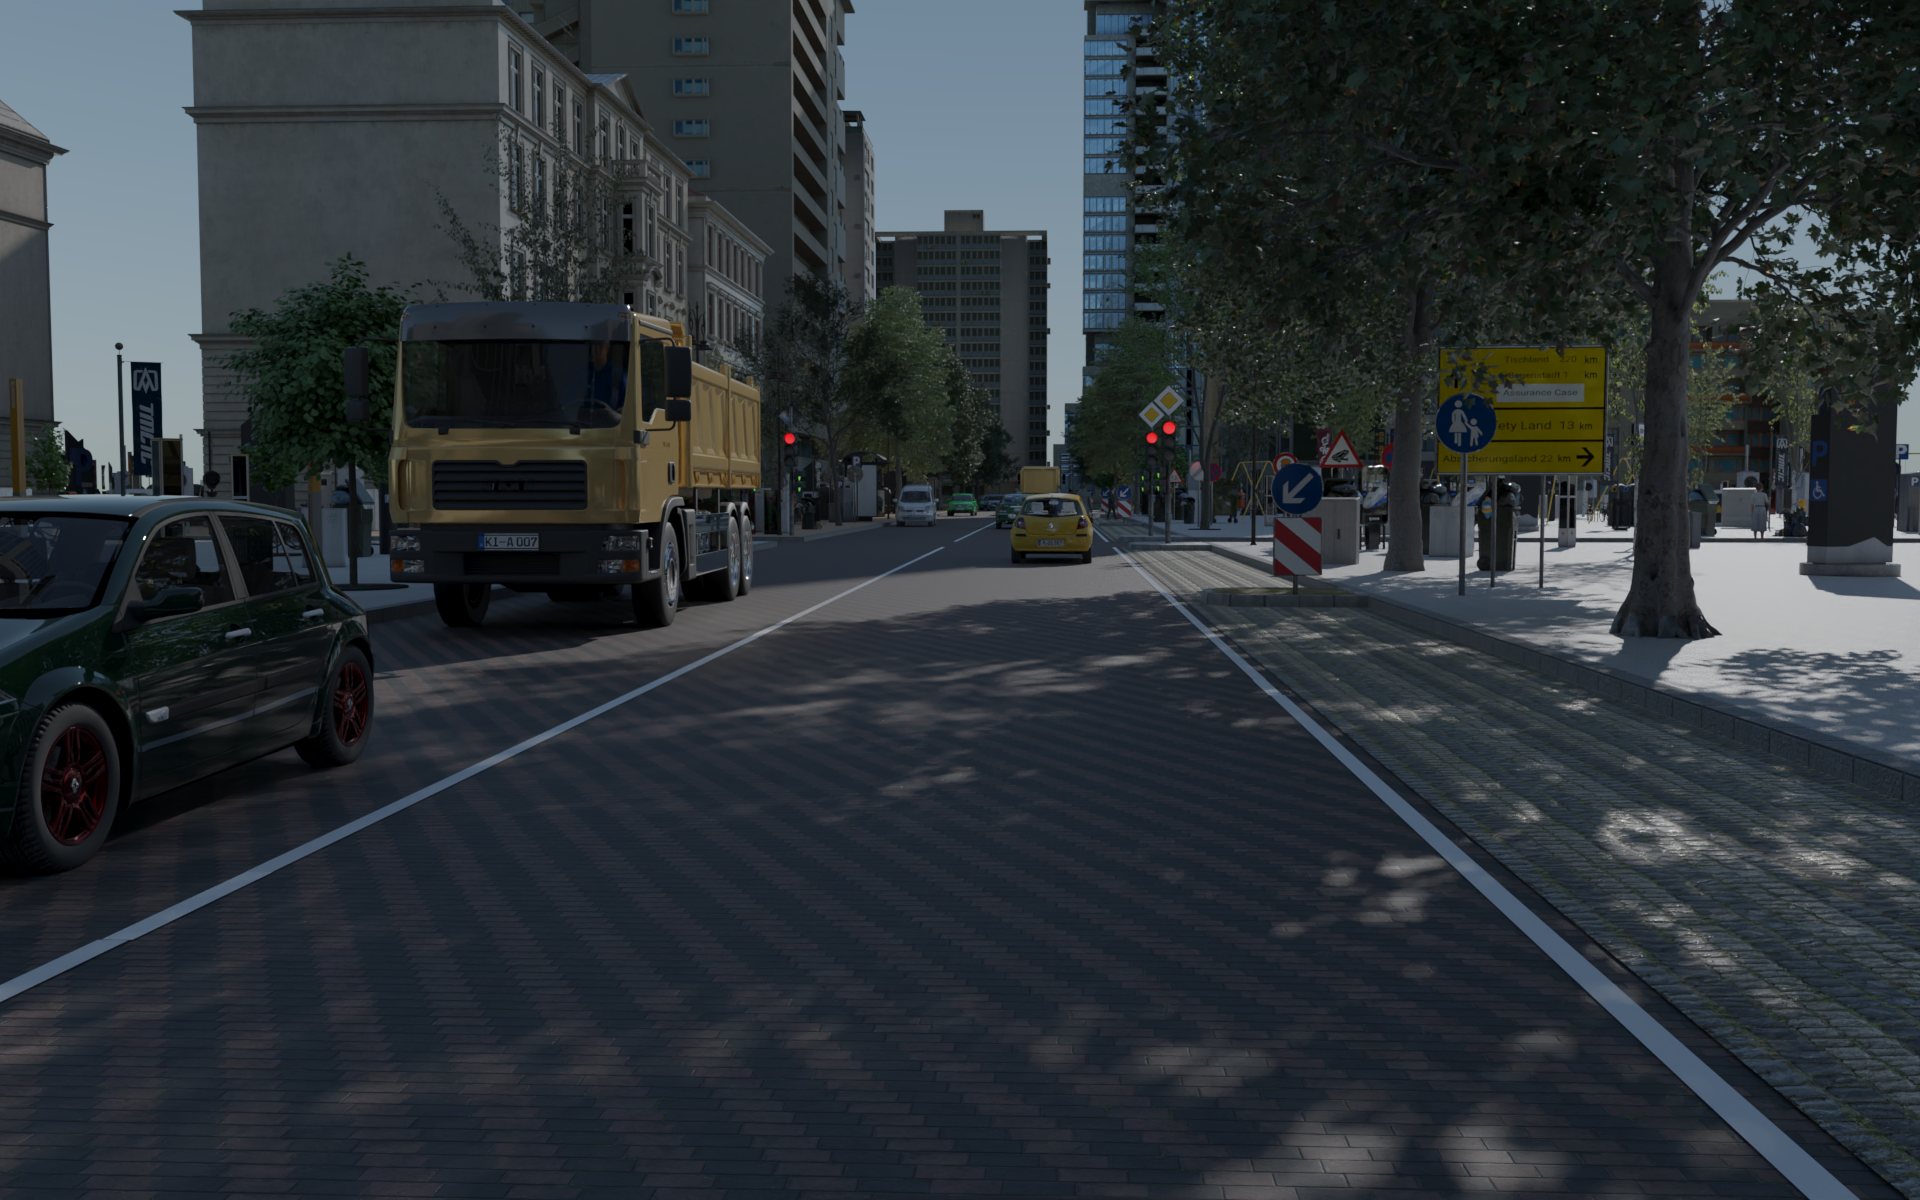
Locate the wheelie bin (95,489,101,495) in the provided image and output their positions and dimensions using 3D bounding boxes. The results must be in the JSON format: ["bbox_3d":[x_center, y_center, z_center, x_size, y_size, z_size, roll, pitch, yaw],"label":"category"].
[{"bbox_3d":[-50.378,-5.682,100.811,0.980,1.594,0.693,1,4,10],"label":"wheelie bin"}]

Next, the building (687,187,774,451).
[{"bbox_3d":[-19.272,-16.791,110.695,11.583,22.565,21.152,0,4,3],"label":"building"}]

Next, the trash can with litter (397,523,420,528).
[{"bbox_3d":[-20.685,-3.283,65.064,1.055,1.170,0.624,-1,4,-11],"label":"trash can with litter"}]

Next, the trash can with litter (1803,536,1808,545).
[{"bbox_3d":[21.437,-1.938,43.070,0.624,1.170,1.055,-1,4,-17],"label":"trash can with litter"}]

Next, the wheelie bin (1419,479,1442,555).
[{"bbox_3d":[10.000,-1.862,38.358,0.693,1.594,0.980,-2,4,-25],"label":"wheelie bin"}]

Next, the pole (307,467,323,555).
[{"bbox_3d":[-10.314,-2.068,27.651,0.158,3.312,0.155,0,3,0],"label":"pole"}]

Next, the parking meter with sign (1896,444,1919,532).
[{"bbox_3d":[32.564,-3.861,59.390,0.543,3.016,1.738,0,4,5],"label":"parking meter with sign"}]

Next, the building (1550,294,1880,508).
[{"bbox_3d":[73.373,-20.261,176.305,28.899,21.520,27.650,0,4,3],"label":"building"}]

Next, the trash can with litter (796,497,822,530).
[{"bbox_3d":[-5.449,-3.144,62.798,0.624,1.170,1.055,2,4,24],"label":"trash can with litter"}]

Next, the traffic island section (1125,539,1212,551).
[{"bbox_3d":[5.413,-1.386,44.950,2.009,0.180,2.903,0,4,3],"label":"traffic island section"}]

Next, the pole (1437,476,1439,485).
[{"bbox_3d":[33.920,-7.896,122.943,0.158,3.312,0.155,0,3,0],"label":"pole"}]

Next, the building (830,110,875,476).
[{"bbox_3d":[-16.472,-30.803,187.222,14.086,41.232,14.154,0,4,3],"label":"building"}]

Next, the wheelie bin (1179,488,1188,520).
[{"bbox_3d":[10.789,-4.717,85.025,0.980,1.594,0.693,3,4,36],"label":"wheelie bin"}]

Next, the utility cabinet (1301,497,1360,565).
[{"bbox_3d":[6.804,-1.264,31.830,1.020,1.237,0.306,2,4,27],"label":"utility cabinet"}]

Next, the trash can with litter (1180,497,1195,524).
[{"bbox_3d":[9.829,-3.869,74.644,0.624,1.170,1.055,1,4,9],"label":"trash can with litter"}]

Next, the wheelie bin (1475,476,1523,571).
[{"bbox_3d":[9.052,-1.294,29.072,0.693,1.594,0.980,2,4,27],"label":"wheelie bin"}]

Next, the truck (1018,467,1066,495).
[{"bbox_3d":[5.629,-7.642,120.867,3.469,3.379,9.791,0,4,4],"label":"truck"}]

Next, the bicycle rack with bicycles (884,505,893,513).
[{"bbox_3d":[-5.411,-5.773,107.777,2.852,0.926,2.925,-3,5,-40],"label":"bicycle rack with bicycles"}]

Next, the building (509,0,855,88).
[{"bbox_3d":[-25.539,-35.233,165.296,28.713,52.752,27.495,0,4,3],"label":"building"}]

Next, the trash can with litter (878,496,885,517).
[{"bbox_3d":[-4.452,-5.235,96.972,0.624,1.170,1.055,-2,4,-23],"label":"trash can with litter"}]

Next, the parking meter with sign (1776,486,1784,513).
[{"bbox_3d":[54.287,-7.239,114.619,0.543,3.016,1.738,1,4,21],"label":"parking meter with sign"}]

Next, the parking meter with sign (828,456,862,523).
[{"bbox_3d":[-5.225,-5.033,78.553,0.543,3.016,1.738,3,5,39],"label":"parking meter with sign"}]

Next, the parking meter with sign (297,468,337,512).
[{"bbox_3d":[-21.325,-3.756,57.668,0.543,3.016,1.738,1,4,18],"label":"parking meter with sign"}]

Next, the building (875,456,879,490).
[{"bbox_3d":[-25.515,-39.678,237.978,27.495,52.752,28.713,0,4,3],"label":"building"}]

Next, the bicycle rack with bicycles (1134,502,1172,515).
[{"bbox_3d":[12.284,-5.799,108.195,2.925,0.926,2.852,-1,4,-12],"label":"bicycle rack with bicycles"}]

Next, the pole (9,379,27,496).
[{"bbox_3d":[-16.678,-2.254,30.690,0.158,3.312,0.155,0,3,0],"label":"pole"}]

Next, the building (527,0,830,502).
[{"bbox_3d":[-22.572,-31.581,140.045,21.300,48.544,21.600,0,4,3],"label":"building"}]

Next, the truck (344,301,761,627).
[{"bbox_3d":[-4.315,-1.526,20.872,3.469,3.379,9.791,0,4,1],"label":"truck"}]

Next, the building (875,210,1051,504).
[{"bbox_3d":[0.492,-33.501,239.627,23.993,40.220,32.217,0,4,3],"label":"building"}]

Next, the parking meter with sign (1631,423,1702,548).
[{"bbox_3d":[17.162,-2.798,42.012,0.543,3.016,1.738,-2,4,-30],"label":"parking meter with sign"}]

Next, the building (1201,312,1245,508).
[{"bbox_3d":[39.694,-20.268,176.423,27.650,21.520,28.899,0,4,3],"label":"building"}]

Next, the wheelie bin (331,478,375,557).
[{"bbox_3d":[-12.356,-1.671,35.224,0.693,1.594,0.980,0,4,4],"label":"wheelie bin"}]

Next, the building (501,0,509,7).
[{"bbox_3d":[-37.788,-39.280,184.225,28.212,58.520,21.231,0,4,3],"label":"building"}]

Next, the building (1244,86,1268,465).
[{"bbox_3d":[32.423,-28.816,154.735,14.154,41.232,14.086,0,4,3],"label":"building"}]

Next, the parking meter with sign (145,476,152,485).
[{"bbox_3d":[-57.936,-7.874,125.000,1.738,3.016,0.543,2,4,27],"label":"parking meter with sign"}]

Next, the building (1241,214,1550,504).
[{"bbox_3d":[33.820,-42.695,136.307,20.563,71.187,20.611,0,4,3],"label":"building"}]

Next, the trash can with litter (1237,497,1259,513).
[{"bbox_3d":[19.678,-6.464,116.737,1.678,1.210,2.233,-3,5,-43],"label":"trash can with litter"}]

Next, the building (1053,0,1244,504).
[{"bbox_3d":[28.048,-56.141,230.574,31.000,86.520,22.319,0,4,3],"label":"building"}]

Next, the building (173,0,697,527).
[{"bbox_3d":[-21.596,-16.131,82.831,14.460,24.649,34.723,0,4,3],"label":"building"}]

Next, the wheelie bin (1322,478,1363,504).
[{"bbox_3d":[7.544,-1.618,34.355,0.980,1.594,0.693,-1,4,-13],"label":"wheelie bin"}]

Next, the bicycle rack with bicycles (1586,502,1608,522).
[{"bbox_3d":[30.322,-4.095,80.337,2.852,0.926,2.925,1,4,17],"label":"bicycle rack with bicycles"}]

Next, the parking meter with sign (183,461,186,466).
[{"bbox_3d":[-41.350,-5.863,92.123,0.543,3.016,1.738,-1,4,-18],"label":"parking meter with sign"}]

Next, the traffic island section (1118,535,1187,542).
[{"bbox_3d":[5.851,-1.874,52.923,2.009,0.180,2.903,0,4,3],"label":"traffic island section"}]

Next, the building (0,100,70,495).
[{"bbox_3d":[-48.794,-12.643,71.342,19.286,19.102,10.561,0,4,3],"label":"building"}]

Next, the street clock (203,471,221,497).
[{"bbox_3d":[-23.349,-3.028,54.074,0.471,2.002,0.358,-3,5,-43],"label":"street clock"}]

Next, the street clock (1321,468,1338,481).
[{"bbox_3d":[7.824,-1.964,36.689,0.358,2.002,0.471,2,4,30],"label":"street clock"}]

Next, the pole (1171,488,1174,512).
[{"bbox_3d":[15.053,-7.882,122.714,0.158,3.312,0.155,0,3,0],"label":"pole"}]

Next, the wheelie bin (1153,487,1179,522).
[{"bbox_3d":[9.226,-4.332,78.739,0.980,1.594,0.693,-2,4,-23],"label":"wheelie bin"}]

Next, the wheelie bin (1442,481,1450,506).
[{"bbox_3d":[12.173,-2.153,43.114,0.693,1.594,0.980,0,4,-4],"label":"wheelie bin"}]

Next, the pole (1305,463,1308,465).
[{"bbox_3d":[22.840,-7.369,114.321,0.158,3.312,0.155,0,3,0],"label":"pole"}]

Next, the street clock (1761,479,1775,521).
[{"bbox_3d":[38.083,-4.725,81.823,0.471,2.002,0.358,2,4,31],"label":"street clock"}]

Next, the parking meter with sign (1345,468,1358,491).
[{"bbox_3d":[20.688,-5.669,88.946,1.738,3.016,0.543,2,4,25],"label":"parking meter with sign"}]

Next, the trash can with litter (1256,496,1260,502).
[{"bbox_3d":[18.407,-5.997,109.432,1.055,1.170,0.624,1,4,16],"label":"trash can with litter"}]

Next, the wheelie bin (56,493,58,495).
[{"bbox_3d":[-47.755,-5.132,91.822,0.693,1.594,0.980,2,4,27],"label":"wheelie bin"}]

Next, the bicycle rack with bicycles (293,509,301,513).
[{"bbox_3d":[-15.924,-1.653,40.417,2.925,0.926,2.852,-1,4,-10],"label":"bicycle rack with bicycles"}]

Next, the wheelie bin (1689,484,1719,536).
[{"bbox_3d":[22.884,-2.780,53.367,0.980,1.594,0.693,-2,4,-35],"label":"wheelie bin"}]

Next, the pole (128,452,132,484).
[{"bbox_3d":[-39.877,-5.470,83.276,0.158,3.312,0.155,0,3,0],"label":"pole"}]
